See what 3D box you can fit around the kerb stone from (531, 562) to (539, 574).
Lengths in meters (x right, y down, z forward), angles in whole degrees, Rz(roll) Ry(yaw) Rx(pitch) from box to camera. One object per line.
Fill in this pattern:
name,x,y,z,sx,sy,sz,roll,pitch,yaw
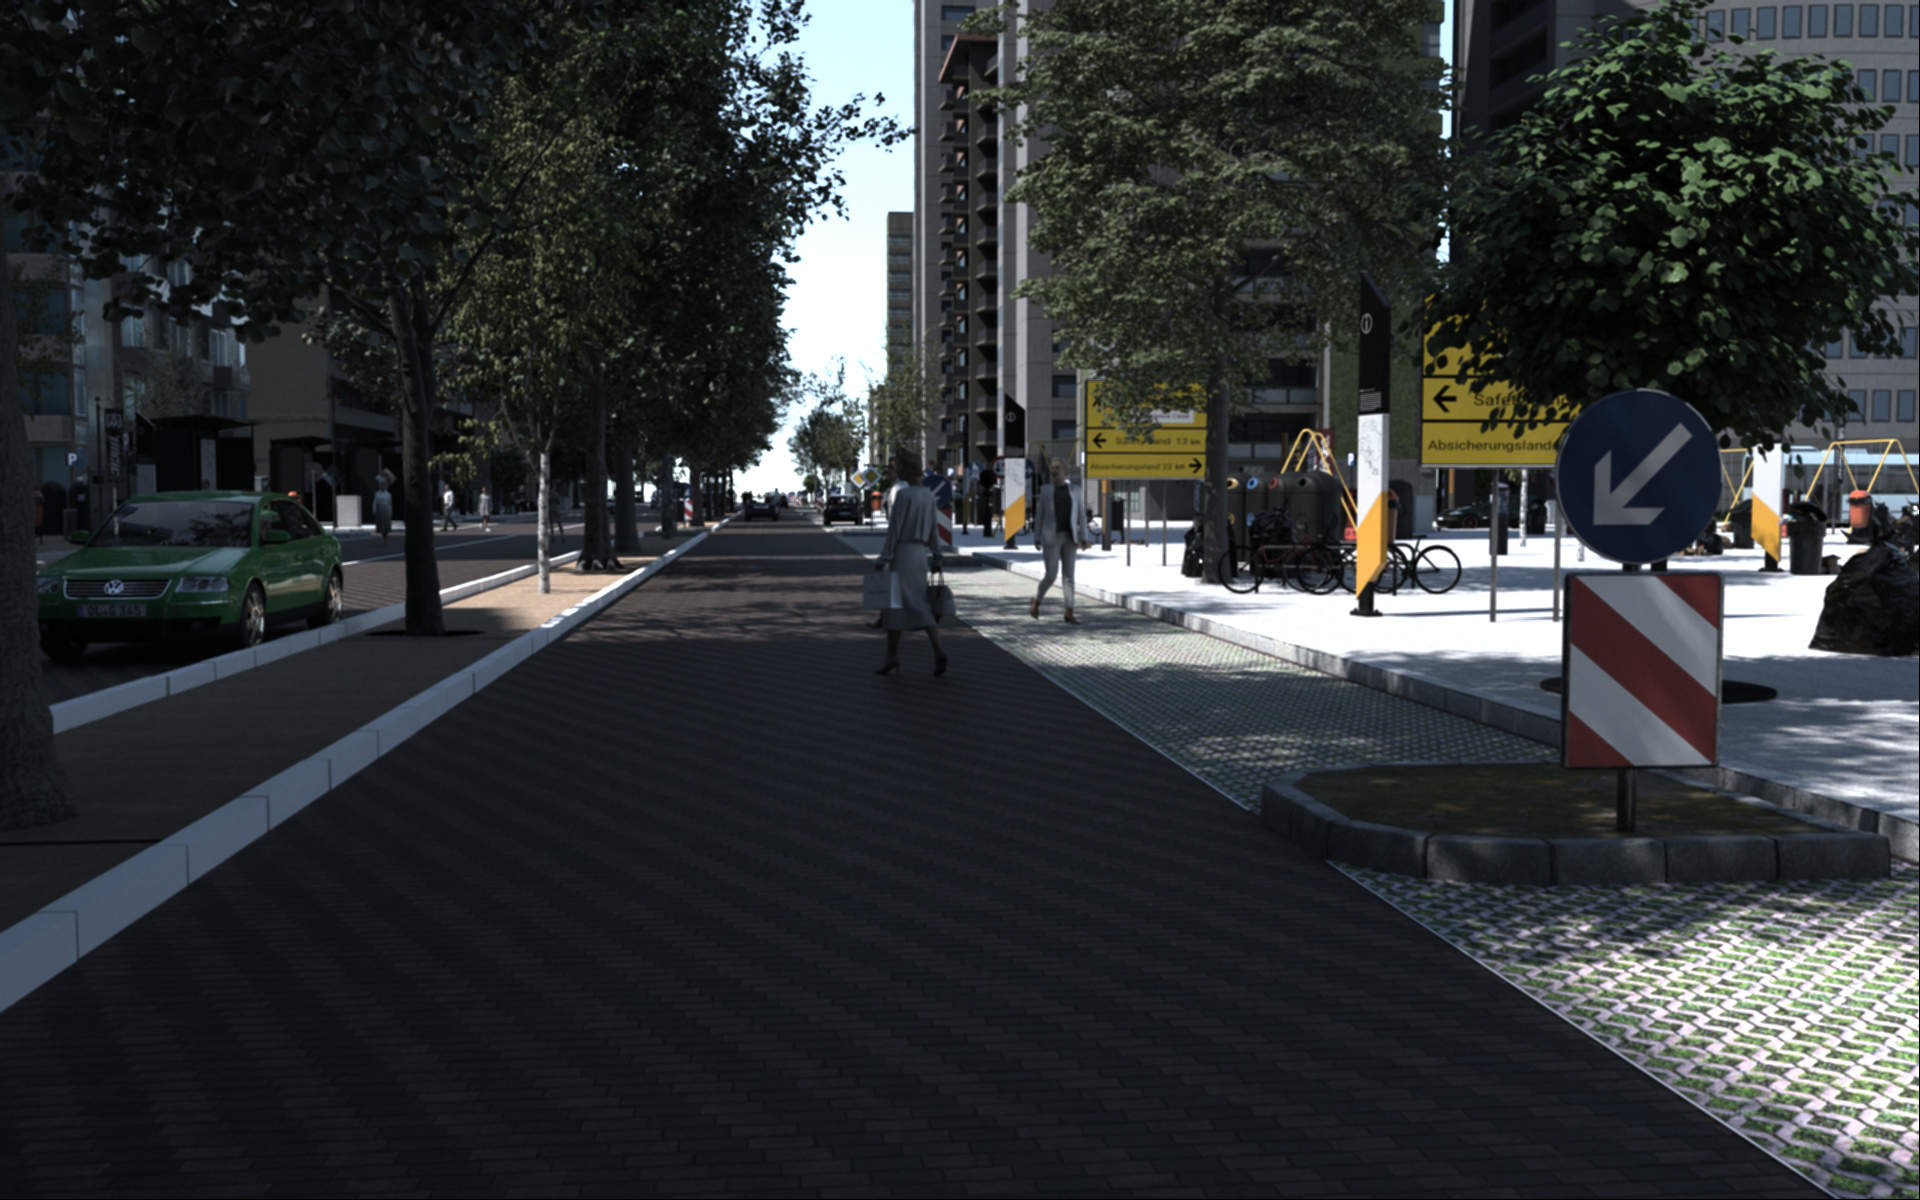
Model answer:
kerb stone,-7.705,-0.542,31.053,0.120,0.150,1.000,0,4,-6

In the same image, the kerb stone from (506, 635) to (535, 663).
kerb stone,-3.833,0.441,14.984,0.120,0.150,1.000,0,4,-6

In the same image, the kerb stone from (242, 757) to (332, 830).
kerb stone,-3.054,0.877,7.862,0.120,0.150,1.000,0,4,-6

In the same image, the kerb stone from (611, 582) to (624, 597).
kerb stone,-4.828,-0.115,24.149,0.120,0.150,1.000,0,4,-6

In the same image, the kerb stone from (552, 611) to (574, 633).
kerb stone,-4.168,0.254,18.039,0.120,0.150,1.000,0,4,-6

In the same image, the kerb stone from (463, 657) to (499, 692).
kerb stone,-3.604,0.566,12.950,0.120,0.150,1.000,0,4,-6

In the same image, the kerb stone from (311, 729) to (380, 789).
kerb stone,-3.160,0.816,8.879,0.120,0.150,1.000,0,4,-6

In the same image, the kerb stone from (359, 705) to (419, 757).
kerb stone,-3.271,0.752,9.897,0.120,0.150,1.000,0,4,-6

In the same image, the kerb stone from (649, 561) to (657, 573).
kerb stone,-5.606,-0.556,31.288,0.120,0.150,1.000,0,4,-6

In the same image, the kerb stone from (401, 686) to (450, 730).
kerb stone,-3.388,0.690,10.913,0.120,0.150,1.000,0,4,-6

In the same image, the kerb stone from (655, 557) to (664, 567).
kerb stone,-5.843,-0.676,33.324,0.120,0.150,1.000,0,4,-6

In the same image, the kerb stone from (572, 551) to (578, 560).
kerb stone,-8.367,-0.915,37.180,0.120,0.150,1.000,0,4,-6

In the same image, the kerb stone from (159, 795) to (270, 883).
kerb stone,-2.944,0.942,6.842,0.120,0.150,1.000,0,4,-6

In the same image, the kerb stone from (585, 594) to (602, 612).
kerb stone,-4.498,0.068,21.089,0.120,0.150,1.000,0,4,-6

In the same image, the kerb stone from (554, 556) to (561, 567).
kerb stone,-8.030,-0.729,34.115,0.120,0.150,1.000,0,4,-6

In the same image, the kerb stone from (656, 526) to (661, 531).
kerb stone,-11.783,-2.815,68.270,0.120,0.150,1.000,0,4,-6

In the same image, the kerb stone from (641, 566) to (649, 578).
kerb stone,-5.389,-0.431,29.241,0.120,0.150,1.000,0,4,-6

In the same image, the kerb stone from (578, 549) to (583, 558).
kerb stone,-8.480,-0.979,38.196,0.120,0.150,1.000,0,4,-6

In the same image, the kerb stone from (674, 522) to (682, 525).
kerb stone,-13.114,-3.561,80.502,0.120,0.150,1.000,0,4,-6

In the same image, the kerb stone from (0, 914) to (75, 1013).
kerb stone,-2.715,1.063,4.808,0.120,0.150,1.000,0,4,-6

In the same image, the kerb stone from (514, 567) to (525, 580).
kerb stone,-7.468,-0.417,29.012,0.120,0.150,1.000,0,4,-6

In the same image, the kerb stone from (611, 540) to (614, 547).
kerb stone,-9.594,-1.595,48.388,0.120,0.150,1.000,0,4,-6

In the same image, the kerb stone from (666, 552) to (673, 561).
kerb stone,-6.167,-0.866,36.381,0.120,0.150,1.000,0,4,-6

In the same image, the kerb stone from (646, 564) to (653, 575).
kerb stone,-5.503,-0.484,30.263,0.120,0.150,1.000,0,4,-6

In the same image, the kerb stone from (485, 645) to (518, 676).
kerb stone,-3.718,0.503,13.965,0.120,0.150,1.000,0,4,-6

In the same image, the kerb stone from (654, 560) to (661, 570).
kerb stone,-5.725,-0.614,32.303,0.120,0.150,1.000,0,4,-6

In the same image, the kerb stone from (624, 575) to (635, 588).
kerb stone,-5.051,-0.242,26.181,0.120,0.150,1.000,0,4,-6

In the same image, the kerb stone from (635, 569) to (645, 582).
kerb stone,-5.269,-0.368,28.214,0.120,0.150,1.000,0,4,-6

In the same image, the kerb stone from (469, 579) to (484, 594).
kerb stone,-7.037,-0.167,24.921,0.120,0.150,1.000,0,4,-6

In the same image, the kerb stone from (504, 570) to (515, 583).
kerb stone,-7.363,-0.354,27.986,0.120,0.150,1.000,0,4,-6

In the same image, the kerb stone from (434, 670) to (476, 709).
kerb stone,-3.501,0.628,11.929,0.120,0.150,1.000,0,4,-6

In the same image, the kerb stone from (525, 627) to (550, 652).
kerb stone,-3.939,0.382,16.001,0.120,0.150,1.000,0,4,-6

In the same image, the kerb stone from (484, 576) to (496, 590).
kerb stone,-7.137,-0.229,25.947,0.120,0.150,1.000,0,4,-6

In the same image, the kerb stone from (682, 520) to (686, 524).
kerb stone,-13.438,-3.753,83.553,0.120,0.150,1.000,0,4,-6

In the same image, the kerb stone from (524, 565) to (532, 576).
kerb stone,-7.590,-0.480,30.037,0.120,0.150,1.000,0,4,-6

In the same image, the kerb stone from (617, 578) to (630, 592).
kerb stone,-4.940,-0.182,25.165,0.120,0.150,1.000,0,4,-6

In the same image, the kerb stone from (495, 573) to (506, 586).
kerb stone,-7.245,-0.289,26.970,0.120,0.150,1.000,0,4,-6

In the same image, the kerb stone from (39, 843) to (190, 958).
kerb stone,-2.831,1.001,5.826,0.120,0.150,1.000,0,4,-6

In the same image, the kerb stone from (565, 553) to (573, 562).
kerb stone,-8.252,-0.852,36.164,0.120,0.150,1.000,0,4,-6

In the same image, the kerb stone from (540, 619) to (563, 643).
kerb stone,-4.046,0.320,17.024,0.120,0.150,1.000,0,4,-6

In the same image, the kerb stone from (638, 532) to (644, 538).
kerb stone,-10.604,-2.162,57.551,0.120,0.150,1.000,0,4,-6

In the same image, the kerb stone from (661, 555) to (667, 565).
kerb stone,-5.960,-0.743,34.347,0.120,0.150,1.000,0,4,-6

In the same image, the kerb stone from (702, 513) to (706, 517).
kerb stone,-16.900,-5.685,115.147,0.120,0.150,1.000,0,4,-6

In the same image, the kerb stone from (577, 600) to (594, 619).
kerb stone,-4.384,0.130,20.072,0.120,0.150,1.000,0,4,-6

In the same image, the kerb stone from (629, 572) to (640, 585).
kerb stone,-5.167,-0.306,27.197,0.120,0.150,1.000,0,4,-6

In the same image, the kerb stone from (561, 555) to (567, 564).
kerb stone,-8.144,-0.786,35.142,0.120,0.150,1.000,0,4,-6

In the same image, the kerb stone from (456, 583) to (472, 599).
kerb stone,-6.922,-0.104,23.905,0.120,0.150,1.000,0,4,-6

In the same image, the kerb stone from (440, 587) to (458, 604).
kerb stone,-6.816,-0.042,22.888,0.120,0.150,1.000,0,4,-6

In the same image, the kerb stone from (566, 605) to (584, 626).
kerb stone,-4.277,0.192,19.055,0.120,0.150,1.000,0,4,-6

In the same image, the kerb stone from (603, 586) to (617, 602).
kerb stone,-4.721,-0.057,23.127,0.120,0.150,1.000,0,4,-6

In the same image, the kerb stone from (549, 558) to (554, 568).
kerb stone,-7.927,-0.665,33.098,0.120,0.150,1.000,0,4,-6

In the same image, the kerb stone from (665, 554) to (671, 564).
kerb stone,-6.050,-0.806,35.366,0.120,0.150,1.000,0,4,-6

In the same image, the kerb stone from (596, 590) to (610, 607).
kerb stone,-4.605,0.005,22.112,0.120,0.150,1.000,0,4,-6
